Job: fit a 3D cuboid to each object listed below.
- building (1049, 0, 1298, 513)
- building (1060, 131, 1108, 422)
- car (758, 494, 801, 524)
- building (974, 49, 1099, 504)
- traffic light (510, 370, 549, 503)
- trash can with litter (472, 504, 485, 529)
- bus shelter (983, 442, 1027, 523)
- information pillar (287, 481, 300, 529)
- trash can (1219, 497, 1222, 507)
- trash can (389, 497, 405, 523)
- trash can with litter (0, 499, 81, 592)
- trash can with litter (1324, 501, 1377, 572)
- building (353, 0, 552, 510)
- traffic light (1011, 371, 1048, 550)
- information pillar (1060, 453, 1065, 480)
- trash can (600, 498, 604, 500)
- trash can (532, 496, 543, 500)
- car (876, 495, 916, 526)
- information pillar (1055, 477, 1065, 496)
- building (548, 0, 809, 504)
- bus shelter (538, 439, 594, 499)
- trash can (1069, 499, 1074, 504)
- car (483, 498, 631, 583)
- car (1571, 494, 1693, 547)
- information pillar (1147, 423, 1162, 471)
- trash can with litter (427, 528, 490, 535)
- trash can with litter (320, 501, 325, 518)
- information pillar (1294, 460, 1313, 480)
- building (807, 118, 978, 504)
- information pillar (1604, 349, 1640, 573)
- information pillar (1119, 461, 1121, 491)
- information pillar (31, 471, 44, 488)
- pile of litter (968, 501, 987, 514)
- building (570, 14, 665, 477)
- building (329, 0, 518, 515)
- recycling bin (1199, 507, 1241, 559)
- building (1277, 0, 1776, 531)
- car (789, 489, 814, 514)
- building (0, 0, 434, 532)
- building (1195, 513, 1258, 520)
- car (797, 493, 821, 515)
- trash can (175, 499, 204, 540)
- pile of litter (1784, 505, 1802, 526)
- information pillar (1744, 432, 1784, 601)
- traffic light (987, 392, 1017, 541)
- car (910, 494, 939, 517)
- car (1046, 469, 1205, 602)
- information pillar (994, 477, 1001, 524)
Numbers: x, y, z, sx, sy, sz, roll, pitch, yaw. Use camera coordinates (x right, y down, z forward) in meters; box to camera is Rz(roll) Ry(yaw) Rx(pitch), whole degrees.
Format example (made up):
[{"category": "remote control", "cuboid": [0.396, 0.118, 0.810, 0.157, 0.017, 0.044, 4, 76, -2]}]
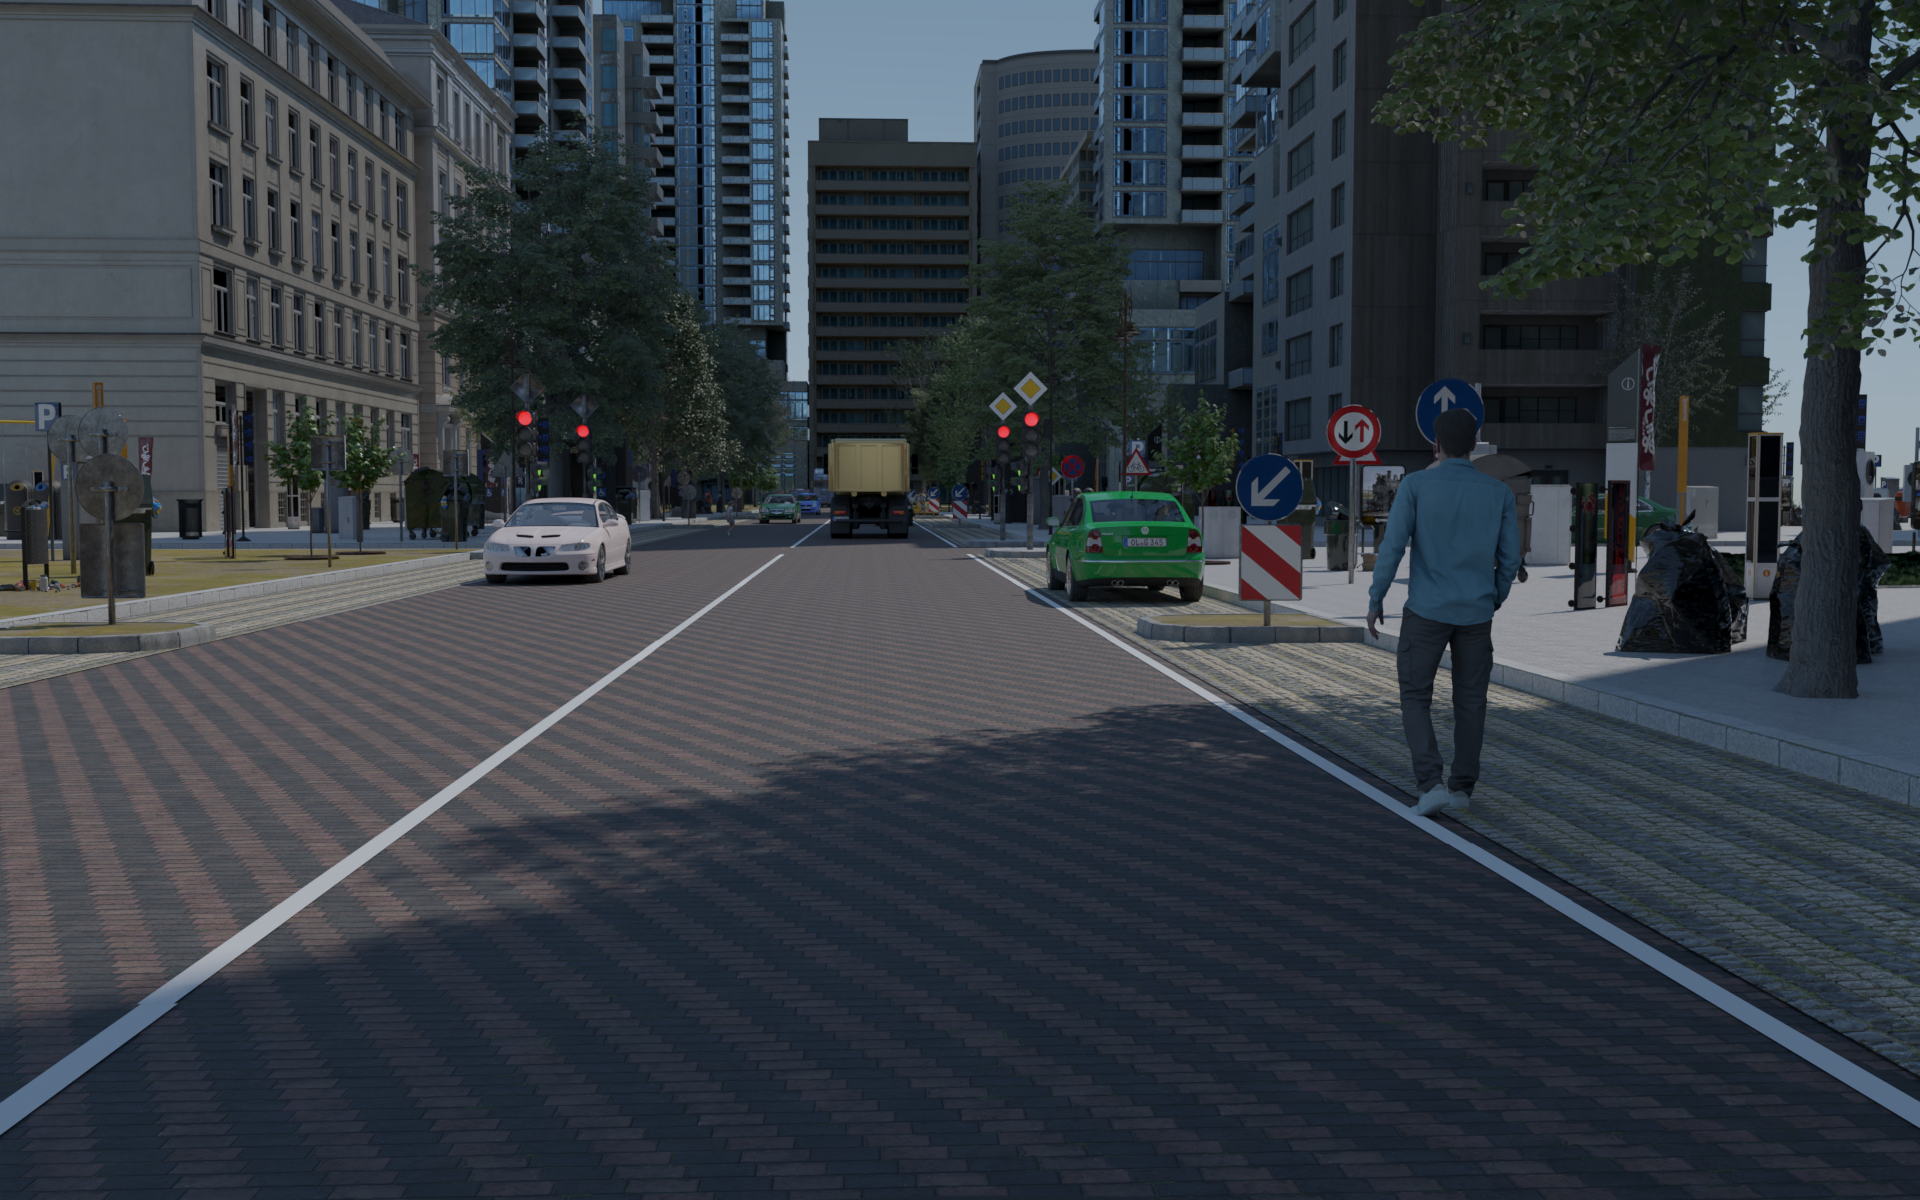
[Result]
[{"category": "building", "cuboid": [19.865, -51.067, 147.622, 22.319, 86.520, 31.000, 0, 4, -3]}, {"category": "building", "cuboid": [23.716, -29.677, 177.108, 32.217, 40.220, 23.993, 0, 4, -3]}, {"category": "car", "cuboid": [-8.791, -4.465, 84.803, 2.131, 1.459, 4.920, 0, 4, -2]}, {"category": "building", "cuboid": [16.417, -41.958, 228.018, 28.212, 58.520, 21.231, 0, 4, -3]}, {"category": "traffic light", "cuboid": [-9.749, -3.072, 39.155, 0.839, 4.253, 0.868, 0, 4, -3]}, {"category": "trash can with litter", "cuboid": [-17.759, -3.193, 63.600, 0.624, 1.170, 1.055, -1, 4, -20]}, {"category": "bus shelter", "cuboid": [2.120, -5.349, 78.740, 1.731, 3.624, 6.357, 0, 4, -3]}, {"category": "information pillar", "cuboid": [-24.214, -3.571, 62.877, 0.304, 2.012, 0.304, 2, 4, 34]}, {"category": "trash can", "cuboid": [11.983, -4.146, 79.438, 0.748, 1.137, 0.748, 0, 3, 0]}, {"category": "trash can", "cuboid": [-25.224, -4.041, 77.722, 0.748, 1.137, 0.748, 0, 3, 0]}, {"category": "trash can with litter", "cuboid": [-12.297, -0.770, 23.643, 1.678, 1.210, 2.233, 0, 4, 2]}, {"category": "trash can with litter", "cuboid": [6.629, -1.076, 28.985, 1.055, 1.170, 0.624, 2, 4, 25]}, {"category": "building", "cuboid": [-39.879, -50.301, 135.098, 22.319, 86.520, 31.000, 0, 4, -3]}, {"category": "traffic light", "cuboid": [1.595, -3.111, 39.782, 0.839, 4.253, 0.868, 0, 4, -3]}, {"category": "information pillar", "cuboid": [5.897, -6.626, 99.685, 0.183, 3.616, 0.504, 2, 4, 34]}, {"category": "trash can", "cuboid": [-13.166, -3.095, 62.261, 0.748, 1.137, 0.748, 0, 3, 0]}, {"category": "trash can", "cuboid": [-28.285, -6.366, 115.735, 0.748, 1.137, 0.748, 0, 3, 0]}, {"category": "car", "cuboid": [-3.016, -4.243, 79.167, 2.009, 1.686, 4.222, 0, 4, -3]}, {"category": "information pillar", "cuboid": [5.197, -5.165, 88.940, 0.304, 2.012, 0.304, 1, 4, 22]}, {"category": "building", "cuboid": [-35.250, -55.797, 224.946, 31.000, 86.520, 22.319, 0, 4, -3]}, {"category": "bus shelter", "cuboid": [-16.906, -5.136, 75.258, 1.731, 3.624, 6.357, 0, 4, -3]}, {"category": "trash can", "cuboid": [3.602, -2.431, 51.402, 0.748, 1.137, 0.748, 0, 3, 0]}, {"category": "car", "cuboid": [-6.761, -1.045, 29.443, 2.083, 1.381, 4.827, 0, 4, -2]}, {"category": "car", "cuboid": [16.325, -2.016, 44.752, 4.920, 1.459, 2.131, 0, 4, -4]}, {"category": "information pillar", "cuboid": [6.422, -4.021, 57.098, 0.504, 3.616, 0.183, 0, 4, -5]}, {"category": "trash can with litter", "cuboid": [-16.162, -2.725, 55.614, 2.233, 1.210, 1.678, -2, 4, -30]}, {"category": "trash can with litter", "cuboid": [-24.400, -3.377, 66.602, 0.624, 1.170, 1.055, 2, 4, 24]}, {"category": "information pillar", "cuboid": [7.409, -2.015, 37.430, 0.304, 2.012, 0.304, -1, 4, -19]}, {"category": "building", "cuboid": [-8.951, -36.889, 226.828, 21.600, 48.544, 21.300, 0, 4, -3]}, {"category": "information pillar", "cuboid": [10.795, -2.255, 28.217, 0.504, 3.616, 0.183, 3, 4, 38]}, {"category": "information pillar", "cuboid": [11.331, -8.049, 122.961, 0.183, 3.616, 0.504, 0, 4, -2]}, {"category": "information pillar", "cuboid": [-28.989, -3.057, 54.474, 0.304, 2.012, 0.304, -3, 4, -37]}, {"category": "pile of litter", "cuboid": [0.984, -5.969, 111.550, 1.719, 0.858, 1.176, 0, 4, -1]}, {"category": "building", "cuboid": [-45.597, -33.892, 173.744, 30.456, 49.044, 23.786, 0, 4, -3]}, {"category": "building", "cuboid": [-33.238, -19.005, 96.639, 13.634, 28.700, 20.117, 0, 4, -3]}, {"category": "recycling bin", "cuboid": [5.186, -1.351, 34.636, 0.722, 1.027, 0.722, 0, 4, -2]}, {"category": "building", "cuboid": [20.473, -17.956, 65.290, 14.107, 30.474, 14.160, 0, 4, -3]}, {"category": "car", "cuboid": [-11.830, -7.315, 128.268, 2.281, 1.827, 5.304, 0, 4, -5]}, {"category": "building", "cuboid": [-33.528, -14.583, 71.722, 16.112, 22.955, 30.059, 0, 4, -3]}, {"category": "building", "cuboid": [23.569, -47.836, 94.793, 22.319, 86.520, 31.000, 0, 4, -3]}, {"category": "car", "cuboid": [-10.500, -6.710, 119.297, 1.945, 1.707, 3.694, 0, 4, -2]}, {"category": "trash can", "cuboid": [-21.709, -2.275, 48.850, 0.748, 1.137, 0.748, 0, 3, 0]}, {"category": "pile of litter", "cuboid": [33.676, -3.386, 69.322, 1.176, 0.858, 1.719, 1, 4, 9]}, {"category": "information pillar", "cuboid": [9.661, -0.999, 20.823, 0.304, 2.012, 0.304, 0, 4, 4]}, {"category": "traffic light", "cuboid": [1.163, -3.598, 47.756, 0.839, 4.253, 0.868, 0, 4, -3]}, {"category": "car", "cuboid": [-2.262, -5.987, 108.107, 2.015, 1.641, 3.980, 0, 4, -5]}, {"category": "car", "cuboid": [2.249, -0.952, 24.362, 1.959, 1.807, 4.718, 0, 4, -3]}, {"category": "information pillar", "cuboid": [1.643, -4.217, 73.437, 0.304, 2.012, 0.304, -3, 5, -44]}]
